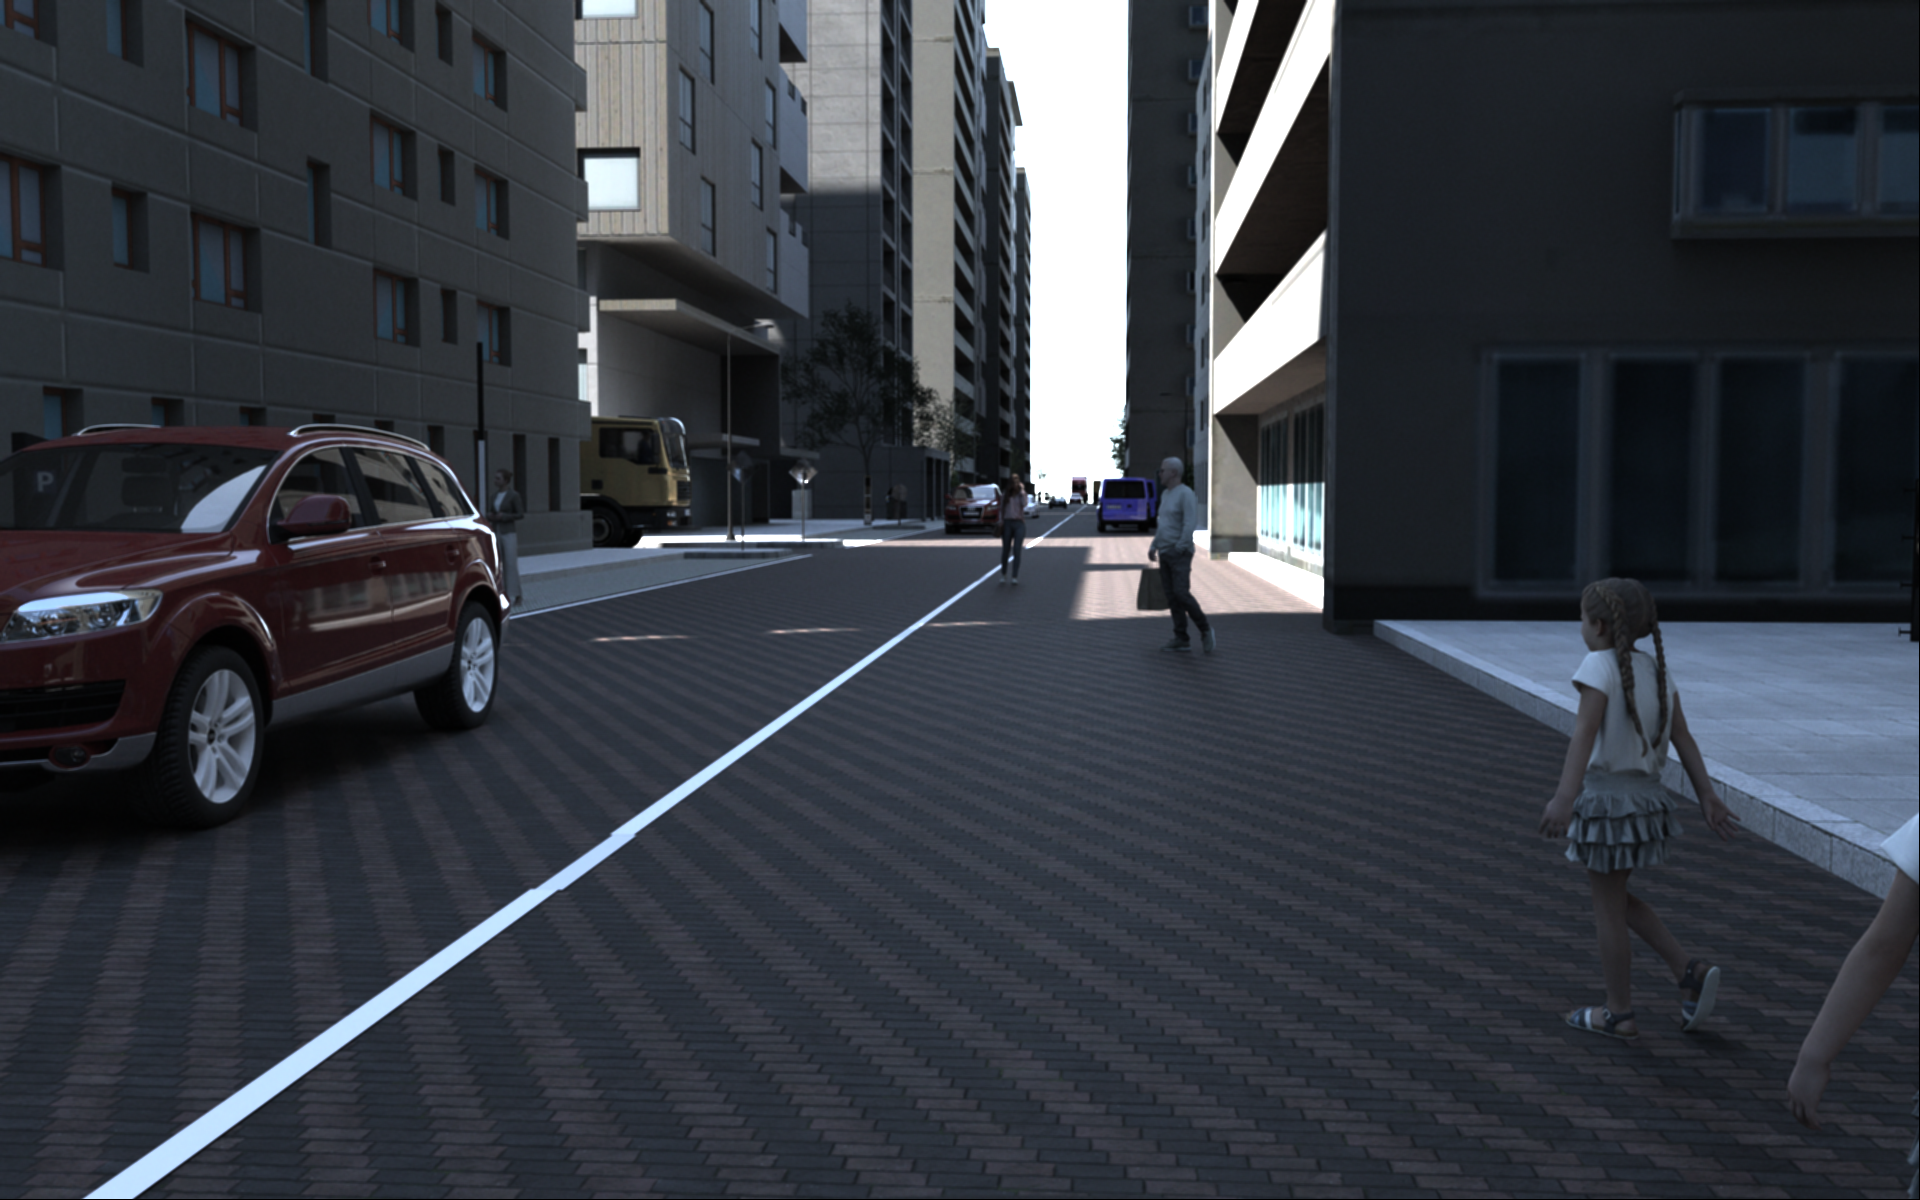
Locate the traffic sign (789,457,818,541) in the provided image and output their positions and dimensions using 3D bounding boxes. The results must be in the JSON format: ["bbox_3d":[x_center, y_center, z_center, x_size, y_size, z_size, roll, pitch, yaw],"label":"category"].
[{"bbox_3d":[-4.283,-2.670,47.302,0.795,2.450,0.064,0,4,5],"label":"traffic sign"}]

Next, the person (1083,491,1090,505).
[{"bbox_3d":[16.474,-13.154,223.581,1.348,1.822,0.705,3,4,36],"label":"person"}]

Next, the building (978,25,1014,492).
[{"bbox_3d":[-5.867,-34.153,182.108,21.300,48.544,21.600,0,4,5],"label":"building"}]

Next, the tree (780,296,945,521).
[{"bbox_3d":[-4.399,-9.009,81.717,8.767,10.594,7.601,-3,5,-39],"label":"tree"}]

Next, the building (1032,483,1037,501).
[{"bbox_3d":[-4.473,-35.197,267.349,32.217,40.220,23.993,0,4,5],"label":"building"}]

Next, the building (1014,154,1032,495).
[{"bbox_3d":[-1.022,-37.932,243.897,21.300,48.544,21.600,0,4,5],"label":"building"}]

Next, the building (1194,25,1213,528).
[{"bbox_3d":[23.453,-13.154,60.107,28.899,21.520,27.650,0,4,5],"label":"building"}]

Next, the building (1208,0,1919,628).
[{"bbox_3d":[15.278,-24.590,25.747,21.300,48.544,21.600,0,4,5],"label":"building"}]

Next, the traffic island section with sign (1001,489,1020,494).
[{"bbox_3d":[3.840,-8.439,146.598,1.989,1.847,2.006,0,4,5],"label":"traffic island section with sign"}]

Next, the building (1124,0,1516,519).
[{"bbox_3d":[21.317,-29.687,109.077,21.300,48.544,21.600,0,4,5],"label":"building"}]

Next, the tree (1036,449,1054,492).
[{"bbox_3d":[13.188,-20.252,281.476,4.737,8.622,4.395,0,3,0],"label":"tree"}]

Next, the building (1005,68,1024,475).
[{"bbox_3d":[-6.829,-38.558,219.660,28.713,52.752,27.495,0,4,5],"label":"building"}]

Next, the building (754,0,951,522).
[{"bbox_3d":[-11.120,-40.292,97.026,20.563,71.187,20.611,0,4,5],"label":"building"}]

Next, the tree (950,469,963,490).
[{"bbox_3d":[-0.457,-7.777,121.757,1.663,3.219,1.824,0,3,0],"label":"tree"}]

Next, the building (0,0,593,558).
[{"bbox_3d":[-24.048,-11.126,26.958,28.899,21.520,27.650,0,4,5],"label":"building"}]

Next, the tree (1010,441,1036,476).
[{"bbox_3d":[5.285,-15.224,199.272,4.737,8.622,4.395,0,3,0],"label":"tree"}]

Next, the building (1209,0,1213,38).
[{"bbox_3d":[19.338,-26.501,83.399,14.600,45.320,14.200,0,4,5],"label":"building"}]

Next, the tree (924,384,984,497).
[{"bbox_3d":[-0.601,-10.152,116.355,4.360,8.622,3.978,0,3,0],"label":"tree"}]

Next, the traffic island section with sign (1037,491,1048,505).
[{"bbox_3d":[12.821,-15.133,256.051,1.989,1.847,2.006,0,4,5],"label":"traffic island section with sign"}]

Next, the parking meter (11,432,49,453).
[{"bbox_3d":[-8.820,-0.667,16.615,0.255,1.863,0.399,2,4,32],"label":"parking meter"}]

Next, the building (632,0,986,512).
[{"bbox_3d":[-11.720,-34.779,157.868,28.713,52.752,27.495,0,4,5],"label":"building"}]

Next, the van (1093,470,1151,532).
[{"bbox_3d":[6.250,-3.807,66.621,2.240,2.365,5.245,0,4,3],"label":"van"}]

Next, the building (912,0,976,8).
[{"bbox_3d":[-10.195,-31.167,133.288,21.300,48.544,21.600,0,4,5],"label":"building"}]

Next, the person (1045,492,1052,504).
[{"bbox_3d":[13.056,-14.915,253.176,1.217,1.723,0.721,1,4,23],"label":"person"}]

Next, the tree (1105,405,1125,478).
[{"bbox_3d":[20.586,-17.516,204.506,7.486,12.596,7.792,0,3,0],"label":"tree"}]

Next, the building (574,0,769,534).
[{"bbox_3d":[-20.599,-28.932,62.272,28.713,52.752,27.495,0,4,5],"label":"building"}]

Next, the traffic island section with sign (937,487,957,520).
[{"bbox_3d":[-0.226,-5.407,97.034,1.989,1.847,2.006,0,4,5],"label":"traffic island section with sign"}]

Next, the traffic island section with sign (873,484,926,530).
[{"bbox_3d":[-2.433,-3.764,70.169,1.989,1.847,2.006,0,4,5],"label":"traffic island section with sign"}]

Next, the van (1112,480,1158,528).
[{"bbox_3d":[7.568,-4.349,75.483,2.240,2.365,5.245,0,4,4],"label":"van"}]

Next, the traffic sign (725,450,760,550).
[{"bbox_3d":[-4.937,-2.184,39.343,0.795,2.450,0.064,0,4,5],"label":"traffic sign"}]

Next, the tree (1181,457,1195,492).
[{"bbox_3d":[13.029,-6.388,99.044,1.663,3.219,1.824,0,3,0],"label":"tree"}]
